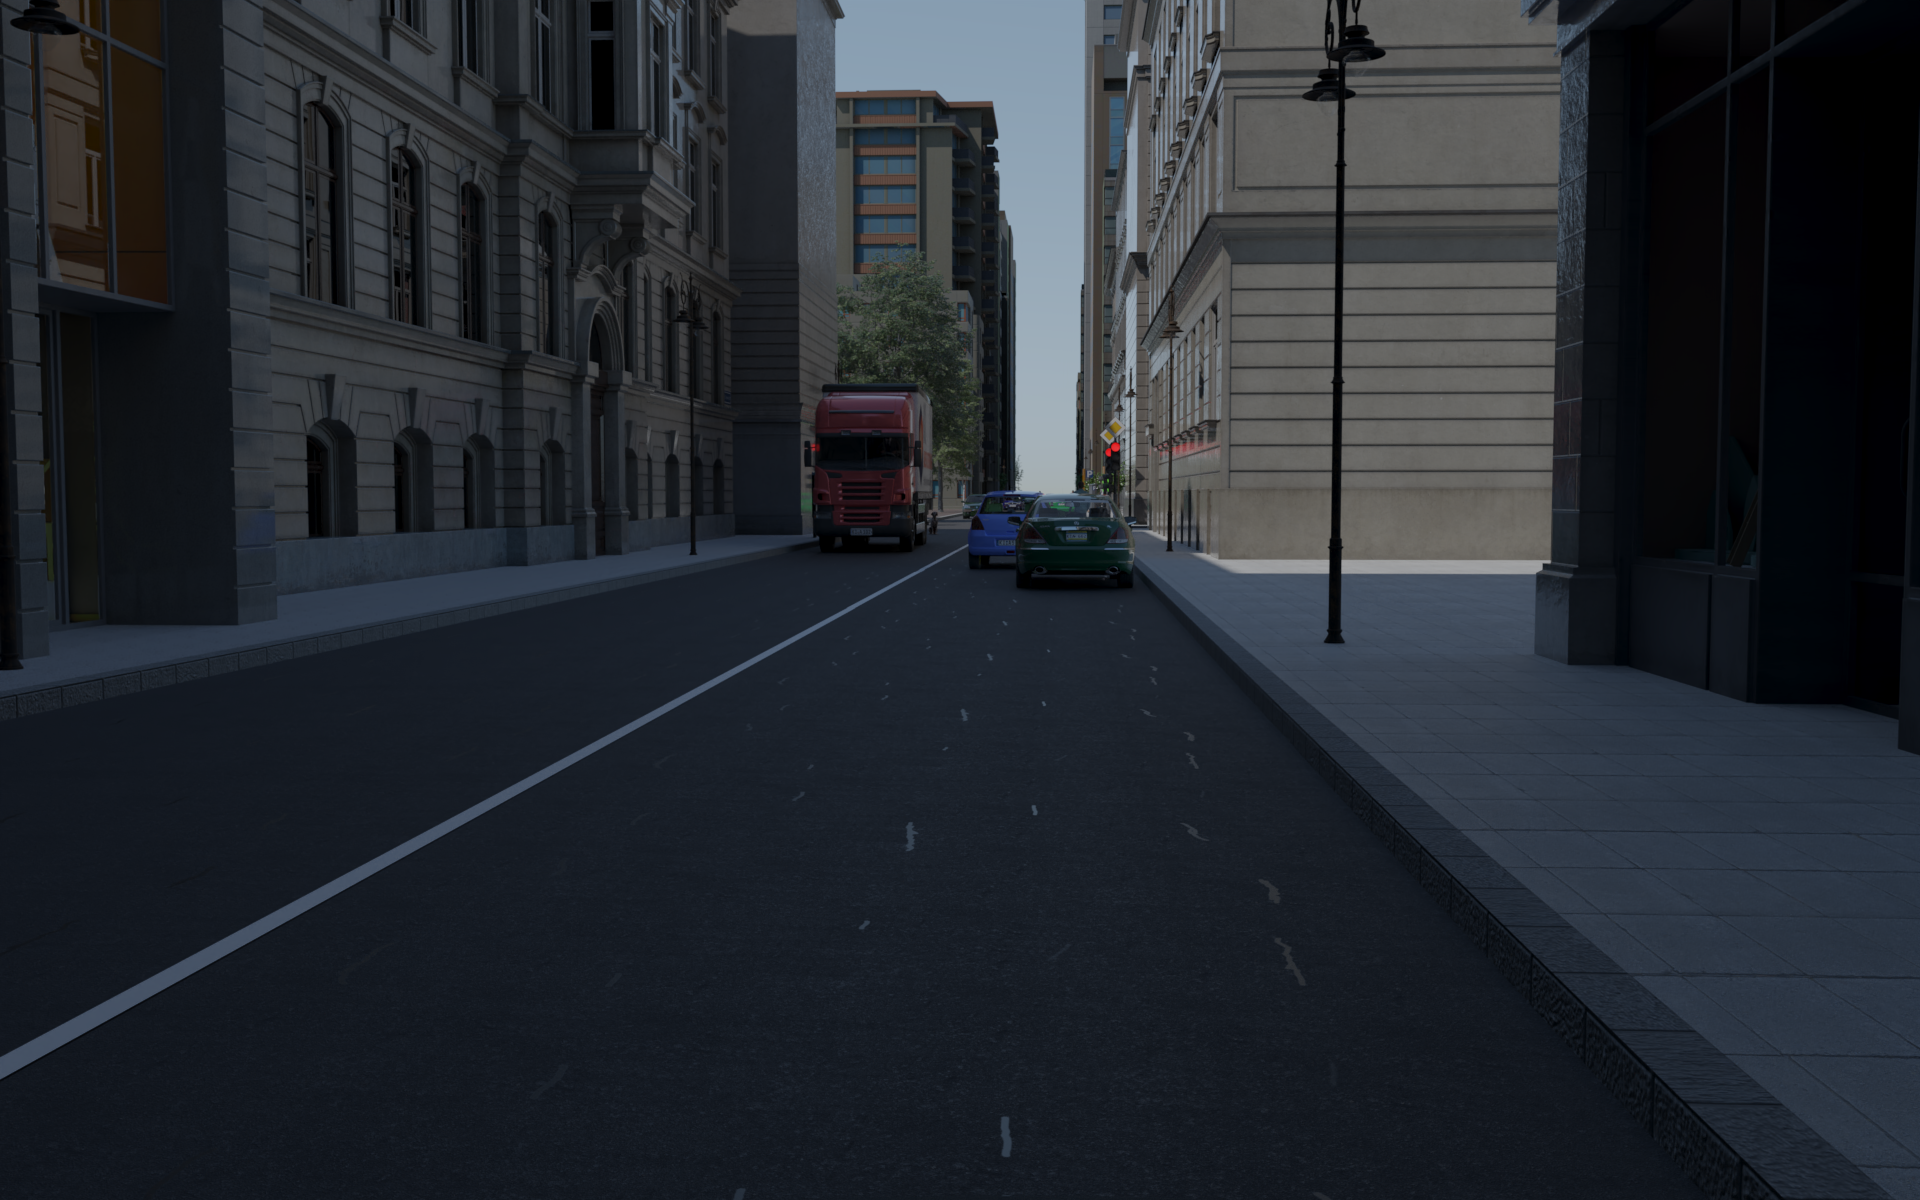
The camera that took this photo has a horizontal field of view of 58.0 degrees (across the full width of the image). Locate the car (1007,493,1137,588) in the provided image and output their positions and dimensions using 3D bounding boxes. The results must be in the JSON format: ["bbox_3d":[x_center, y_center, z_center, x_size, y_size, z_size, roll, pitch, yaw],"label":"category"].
[{"bbox_3d":[1.818,-0.985,27.910,2.131,1.459,4.920,0,4,2],"label":"car"}]

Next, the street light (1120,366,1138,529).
[{"bbox_3d":[6.156,-5.492,62.578,0.468,5.910,1.993,0,4,3],"label":"street light"}]

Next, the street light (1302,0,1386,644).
[{"bbox_3d":[3.228,-2.567,14.756,0.468,5.910,1.993,0,4,3],"label":"street light"}]

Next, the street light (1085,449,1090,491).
[{"bbox_3d":[11.251,-10.825,149.778,0.468,5.910,1.993,0,4,3],"label":"street light"}]

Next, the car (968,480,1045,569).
[{"bbox_3d":[1.120,-1.517,34.400,1.945,1.707,3.694,0,4,5],"label":"car"}]

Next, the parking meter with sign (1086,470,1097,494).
[{"bbox_3d":[9.666,-7.937,126.031,0.543,3.016,1.738,-1,4,-13],"label":"parking meter with sign"}]

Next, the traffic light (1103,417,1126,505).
[{"bbox_3d":[5.624,-4.530,62.979,0.839,4.253,0.868,0,4,3],"label":"traffic light"}]

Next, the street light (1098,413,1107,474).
[{"bbox_3d":[8.170,-7.610,97.210,0.468,5.910,1.993,0,4,3],"label":"street light"}]

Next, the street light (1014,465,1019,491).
[{"bbox_3d":[8.771,-18.706,278.633,0.468,5.910,1.993,0,4,3],"label":"street light"}]

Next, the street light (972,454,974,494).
[{"bbox_3d":[1.089,-10.726,148.163,0.468,5.910,1.993,0,4,3],"label":"street light"}]

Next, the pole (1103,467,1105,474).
[{"bbox_3d":[10.640,-8.220,128.245,0.158,3.312,0.155,0,3,0],"label":"pole"}]

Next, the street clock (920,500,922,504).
[{"bbox_3d":[-2.479,-6.562,111.858,0.471,2.002,0.358,2,4,25],"label":"street clock"}]

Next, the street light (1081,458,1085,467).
[{"bbox_3d":[12.608,-12.290,173.723,0.468,5.910,1.993,0,4,3],"label":"street light"}]

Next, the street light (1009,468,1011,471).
[{"bbox_3d":[7.378,-17.255,254.898,0.468,5.910,1.993,0,4,3],"label":"street light"}]

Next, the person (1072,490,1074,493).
[{"bbox_3d":[9.468,-8.454,147.167,0.683,1.767,0.568,0,4,4],"label":"person"}]

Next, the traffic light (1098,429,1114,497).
[{"bbox_3d":[6.095,-5.017,70.950,0.839,4.253,0.868,0,4,3],"label":"traffic light"}]

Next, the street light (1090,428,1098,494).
[{"bbox_3d":[9.529,-9.086,121.340,0.468,5.910,1.993,0,4,3],"label":"street light"}]

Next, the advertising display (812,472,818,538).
[{"bbox_3d":[-4.274,-2.803,51.043,0.123,1.923,0.974,0,4,-1],"label":"advertising display"}]

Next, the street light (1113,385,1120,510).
[{"bbox_3d":[6.744,-6.158,73.477,0.468,5.910,1.993,0,4,3],"label":"street light"}]

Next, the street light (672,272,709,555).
[{"bbox_3d":[-5.607,-3.881,36.235,0.468,5.910,1.993,0,4,3],"label":"street light"}]

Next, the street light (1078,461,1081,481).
[{"bbox_3d":[14.074,-13.773,197.968,0.468,5.910,1.993,0,4,3],"label":"street light"}]

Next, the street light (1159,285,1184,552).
[{"bbox_3d":[4.679,-4.018,38.487,0.468,5.910,1.993,0,4,3],"label":"street light"}]

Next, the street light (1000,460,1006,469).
[{"bbox_3d":[5.891,-15.803,231.169,0.468,5.910,1.993,0,4,3],"label":"street light"}]

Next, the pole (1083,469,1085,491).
[{"bbox_3d":[10.012,-8.938,139.986,0.158,3.312,0.155,0,3,0],"label":"pole"}]

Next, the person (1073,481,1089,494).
[{"bbox_3d":[3.661,-2.702,52.699,0.660,1.820,0.620,-1,4,-18],"label":"person"}]

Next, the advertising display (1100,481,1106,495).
[{"bbox_3d":[6.685,-4.644,81.150,0.123,1.923,0.974,0,4,-4],"label":"advertising display"}]

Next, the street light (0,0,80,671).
[{"bbox_3d":[-6.956,-2.429,12.498,0.468,5.910,1.993,0,4,3],"label":"street light"}]

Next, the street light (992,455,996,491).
[{"bbox_3d":[3.862,-13.640,195.796,0.468,5.910,1.993,0,4,3],"label":"street light"}]

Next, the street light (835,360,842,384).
[{"bbox_3d":[-4.192,-5.332,59.968,0.468,5.910,1.993,0,4,3],"label":"street light"}]

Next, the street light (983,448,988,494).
[{"bbox_3d":[2.509,-12.178,171.896,0.468,5.910,1.993,0,4,3],"label":"street light"}]

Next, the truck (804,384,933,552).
[{"bbox_3d":[-2.211,-3.511,46.325,2.839,4.237,11.283,0,4,2],"label":"truck"}]

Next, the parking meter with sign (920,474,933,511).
[{"bbox_3d":[-2.947,-8.335,132.538,1.738,3.016,0.543,0,3,0],"label":"parking meter with sign"}]
